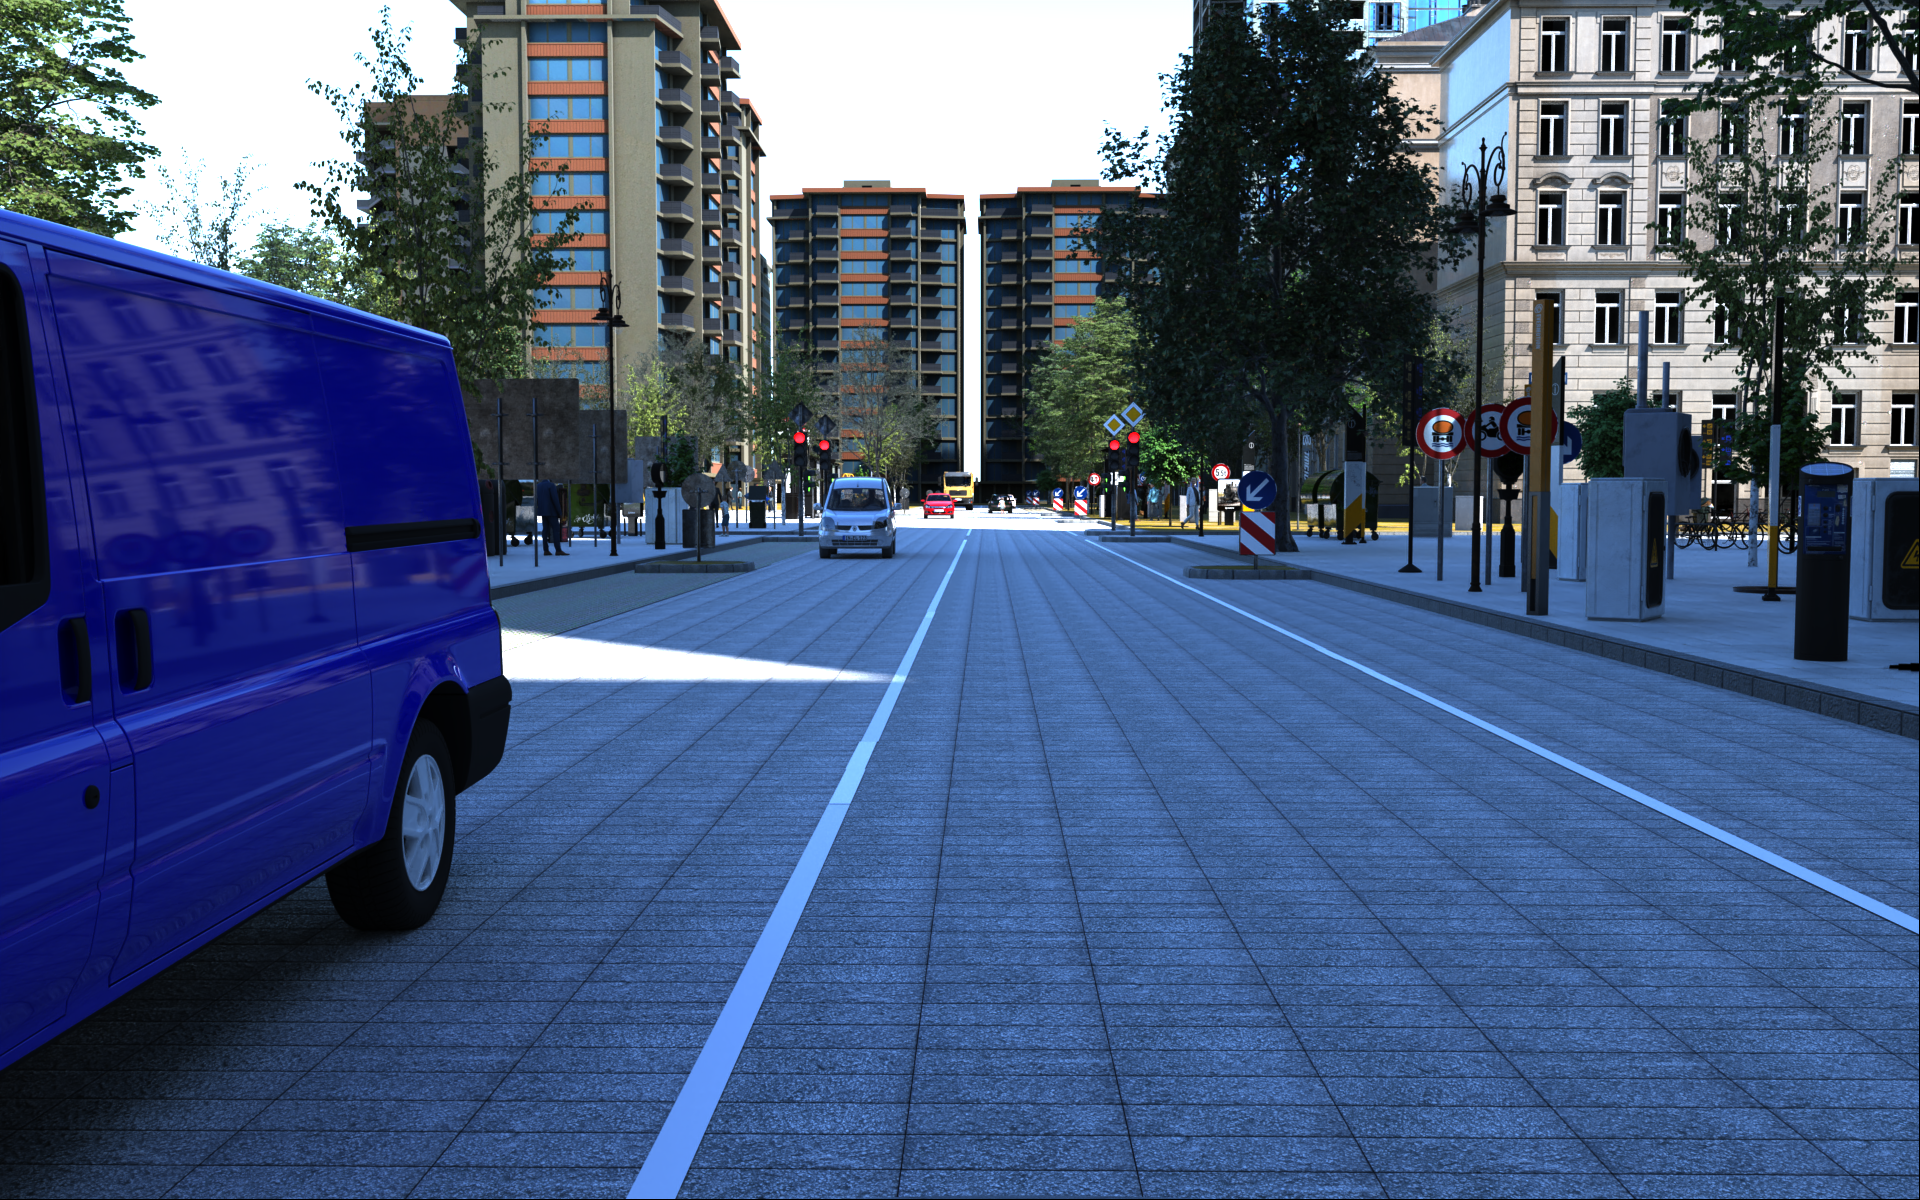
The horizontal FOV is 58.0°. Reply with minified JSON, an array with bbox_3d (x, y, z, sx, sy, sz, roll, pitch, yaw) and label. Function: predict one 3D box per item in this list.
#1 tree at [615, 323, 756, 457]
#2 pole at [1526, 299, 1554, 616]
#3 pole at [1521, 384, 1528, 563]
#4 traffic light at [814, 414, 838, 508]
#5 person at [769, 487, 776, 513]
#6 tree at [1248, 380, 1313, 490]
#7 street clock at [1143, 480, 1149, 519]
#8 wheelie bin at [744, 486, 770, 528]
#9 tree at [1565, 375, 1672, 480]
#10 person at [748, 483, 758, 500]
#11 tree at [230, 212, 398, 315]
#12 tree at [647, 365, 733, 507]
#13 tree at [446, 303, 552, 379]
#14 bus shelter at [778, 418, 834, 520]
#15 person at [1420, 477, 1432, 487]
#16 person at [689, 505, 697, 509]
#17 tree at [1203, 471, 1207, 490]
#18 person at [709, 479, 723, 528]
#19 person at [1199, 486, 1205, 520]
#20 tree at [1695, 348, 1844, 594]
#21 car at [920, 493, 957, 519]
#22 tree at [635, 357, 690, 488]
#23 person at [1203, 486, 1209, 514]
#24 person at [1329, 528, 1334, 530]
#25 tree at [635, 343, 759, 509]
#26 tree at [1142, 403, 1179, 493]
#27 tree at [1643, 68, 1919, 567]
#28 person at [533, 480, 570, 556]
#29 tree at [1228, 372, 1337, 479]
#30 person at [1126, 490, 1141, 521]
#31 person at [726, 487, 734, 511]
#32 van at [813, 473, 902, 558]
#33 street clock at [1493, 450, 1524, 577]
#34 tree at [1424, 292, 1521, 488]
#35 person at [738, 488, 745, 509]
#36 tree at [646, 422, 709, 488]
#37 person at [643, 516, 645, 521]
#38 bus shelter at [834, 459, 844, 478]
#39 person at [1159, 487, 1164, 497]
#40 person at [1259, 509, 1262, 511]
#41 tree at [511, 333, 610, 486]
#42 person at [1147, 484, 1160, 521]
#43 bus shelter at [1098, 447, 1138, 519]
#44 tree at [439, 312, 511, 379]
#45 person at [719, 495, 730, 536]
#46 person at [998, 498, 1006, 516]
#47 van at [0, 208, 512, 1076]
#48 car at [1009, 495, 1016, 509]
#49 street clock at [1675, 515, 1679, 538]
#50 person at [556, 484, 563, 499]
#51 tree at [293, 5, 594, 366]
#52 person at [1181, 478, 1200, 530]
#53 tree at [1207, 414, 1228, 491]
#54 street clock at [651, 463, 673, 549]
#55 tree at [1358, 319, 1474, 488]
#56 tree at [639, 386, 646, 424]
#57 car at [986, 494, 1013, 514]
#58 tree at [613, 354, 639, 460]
[{"bbox_3d":[-19.723,-13.027,123.361,12.009,13.543,11.850,0,3,0],"label":"tree"},{"bbox_3d":[6.122,-1.494,18.267,0.158,3.312,0.155,0,3,0],"label":"pole"},{"bbox_3d":[10.597,-2.352,32.303,0.158,3.312,0.155,0,3,0],"label":"pole"},{"bbox_3d":[-4.702,-4.391,60.710,0.839,4.253,0.868,0,4,1],"label":"traffic light"},{"bbox_3d":[-12.947,-6.853,118.505,0.576,1.772,0.534,3,5,44],"label":"person"},{"bbox_3d":[17.582,-8.830,94.736,4.737,8.622,4.395,0,3,0],"label":"tree"},{"bbox_3d":[9.689,-5.249,90.393,0.358,2.002,0.471,1,4,18],"label":"street clock"},{"bbox_3d":[-7.591,-3.483,64.862,0.980,1.594,0.693,0,4,0],"label":"wheelie bin"},{"bbox_3d":[18.149,-3.913,47.693,4.285,4.588,4.351,0,3,0],"label":"tree"},{"bbox_3d":[-9.848,-4.760,83.858,0.794,1.824,0.713,-2,4,-24],"label":"person"},{"bbox_3d":[-29.879,-10.462,77.716,9.857,13.997,8.962,0,3,0],"label":"tree"},{"bbox_3d":[-15.364,-9.139,99.779,4.360,8.622,3.978,0,3,0],"label":"tree"},{"bbox_3d":[-28.271,-11.336,102.351,9.611,12.733,9.660,0,3,0],"label":"tree"},{"bbox_3d":[-8.302,-6.960,91.429,2.179,5.291,8.768,0,4,1],"label":"bus shelter"},{"bbox_3d":[14.147,-2.846,52.669,0.635,1.810,0.391,-2,4,-33],"label":"person"},{"bbox_3d":[-8.816,-3.045,58.069,0.755,1.850,0.659,3,5,42],"label":"person"},{"bbox_3d":[18.874,-10.399,120.381,4.360,8.622,3.978,0,3,0],"label":"tree"},{"bbox_3d":[-9.376,-3.687,66.099,0.659,1.850,0.755,-1,4,-10],"label":"person"},{"bbox_3d":[11.999,-4.853,86.394,0.522,1.701,0.512,0,4,-4],"label":"person"},{"bbox_3d":[10.751,-1.719,22.707,1.663,3.219,1.824,0,3,0],"label":"tree"},{"bbox_3d":[-1.234,-5.660,101.581,2.155,1.783,4.494,0,4,-1],"label":"car"},{"bbox_3d":[-16.802,-8.765,93.666,4.737,8.622,4.395,0,3,0],"label":"tree"},{"bbox_3d":[15.601,-6.375,110.679,0.661,1.777,0.834,0,4,8],"label":"person"},{"bbox_3d":[13.135,-3.372,61.660,0.782,1.767,0.515,-3,5,-40],"label":"person"},{"bbox_3d":[-16.375,-10.597,107.677,8.767,10.594,7.601,0,4,4],"label":"tree"},{"bbox_3d":[14.715,-11.216,133.744,4.737,8.622,4.395,0,3,0],"label":"tree"},{"bbox_3d":[14.293,-4.895,30.404,4.737,8.622,4.395,0,3,0],"label":"tree"},{"bbox_3d":[-8.573,-1.832,36.175,0.721,1.800,0.419,1,4,22],"label":"person"},{"bbox_3d":[16.627,-8.373,87.267,4.360,8.622,3.978,0,3,0],"label":"tree"},{"bbox_3d":[8.152,-4.617,81.715,0.721,1.800,0.419,3,4,39],"label":"person"},{"bbox_3d":[-17.532,-7.750,132.539,0.755,1.850,0.659,-2,4,-27],"label":"person"},{"bbox_3d":[-2.340,-2.017,39.991,2.013,2.044,4.112,0,4,-1],"label":"van"},{"bbox_3d":[8.464,-1.356,26.736,0.471,2.002,0.358,0,4,-4],"label":"street clock"},{"bbox_3d":[18.361,-6.955,64.085,4.360,8.622,3.978,0,3,0],"label":"tree"},{"bbox_3d":[-18.838,-8.717,148.643,0.705,1.814,1.350,1,4,17],"label":"person"},{"bbox_3d":[-7.429,-3.193,46.801,1.663,3.219,1.824,0,3,0],"label":"tree"},{"bbox_3d":[-14.899,-4.474,79.941,0.760,1.731,0.466,-1,4,-17],"label":"person"},{"bbox_3d":[-8.479,-7.785,104.917,2.179,5.291,8.768,0,4,1],"label":"bus shelter"},{"bbox_3d":[12.221,-6.073,105.516,0.466,1.800,0.511,0,4,6],"label":"person"},{"bbox_3d":[11.286,-3.622,65.367,0.850,1.850,0.679,2,4,33],"label":"person"},{"bbox_3d":[-18.541,-7.825,78.298,4.360,8.622,3.978,0,3,0],"label":"tree"},{"bbox_3d":[9.381,-4.768,83.868,0.638,1.841,0.748,-1,4,-14],"label":"person"},{"bbox_3d":[8.129,-5.986,89.160,1.731,3.624,6.357,0,4,1],"label":"bus shelter"},{"bbox_3d":[-20.456,-7.348,70.496,4.360,8.622,3.978,0,3,0],"label":"tree"},{"bbox_3d":[-7.131,-2.548,52.390,0.332,1.250,0.352,-1,4,-22],"label":"person"},{"bbox_3d":[2.694,-6.014,111.841,0.505,1.210,0.382,-1,4,-15],"label":"person"},{"bbox_3d":[-2.697,0.018,4.090,2.240,2.365,5.245,0,4,0],"label":"van"},{"bbox_3d":[4.484,-9.557,168.624,2.083,1.381,4.827,0,4,1],"label":"car"},{"bbox_3d":[20.865,-2.811,50.528,0.358,2.002,0.471,-2,4,-34],"label":"street clock"},{"bbox_3d":[-12.182,-2.862,52.620,0.659,1.850,0.755,-3,4,-39],"label":"person"},{"bbox_3d":[-8.097,-4.695,27.125,4.737,8.622,4.395,0,3,0],"label":"tree"},{"bbox_3d":[8.263,-3.413,61.717,0.818,1.842,0.514,2,4,33],"label":"person"},{"bbox_3d":[17.771,-9.366,103.501,4.360,8.622,3.978,0,3,0],"label":"tree"},{"bbox_3d":[-6.973,-2.180,40.220,0.358,2.002,0.471,1,4,13],"label":"street clock"},{"bbox_3d":[18.741,-7.376,70.956,4.737,8.622,4.395,0,3,0],"label":"tree"},{"bbox_3d":[-21.909,-10.132,116.027,4.360,8.622,3.978,0,3,0],"label":"tree"},{"bbox_3d":[2.967,-7.223,127.887,2.009,1.686,4.222,0,4,-1],"label":"car"},{"bbox_3d":[-17.839,-8.193,84.316,4.360,8.622,3.978,0,3,0],"label":"tree"}]
